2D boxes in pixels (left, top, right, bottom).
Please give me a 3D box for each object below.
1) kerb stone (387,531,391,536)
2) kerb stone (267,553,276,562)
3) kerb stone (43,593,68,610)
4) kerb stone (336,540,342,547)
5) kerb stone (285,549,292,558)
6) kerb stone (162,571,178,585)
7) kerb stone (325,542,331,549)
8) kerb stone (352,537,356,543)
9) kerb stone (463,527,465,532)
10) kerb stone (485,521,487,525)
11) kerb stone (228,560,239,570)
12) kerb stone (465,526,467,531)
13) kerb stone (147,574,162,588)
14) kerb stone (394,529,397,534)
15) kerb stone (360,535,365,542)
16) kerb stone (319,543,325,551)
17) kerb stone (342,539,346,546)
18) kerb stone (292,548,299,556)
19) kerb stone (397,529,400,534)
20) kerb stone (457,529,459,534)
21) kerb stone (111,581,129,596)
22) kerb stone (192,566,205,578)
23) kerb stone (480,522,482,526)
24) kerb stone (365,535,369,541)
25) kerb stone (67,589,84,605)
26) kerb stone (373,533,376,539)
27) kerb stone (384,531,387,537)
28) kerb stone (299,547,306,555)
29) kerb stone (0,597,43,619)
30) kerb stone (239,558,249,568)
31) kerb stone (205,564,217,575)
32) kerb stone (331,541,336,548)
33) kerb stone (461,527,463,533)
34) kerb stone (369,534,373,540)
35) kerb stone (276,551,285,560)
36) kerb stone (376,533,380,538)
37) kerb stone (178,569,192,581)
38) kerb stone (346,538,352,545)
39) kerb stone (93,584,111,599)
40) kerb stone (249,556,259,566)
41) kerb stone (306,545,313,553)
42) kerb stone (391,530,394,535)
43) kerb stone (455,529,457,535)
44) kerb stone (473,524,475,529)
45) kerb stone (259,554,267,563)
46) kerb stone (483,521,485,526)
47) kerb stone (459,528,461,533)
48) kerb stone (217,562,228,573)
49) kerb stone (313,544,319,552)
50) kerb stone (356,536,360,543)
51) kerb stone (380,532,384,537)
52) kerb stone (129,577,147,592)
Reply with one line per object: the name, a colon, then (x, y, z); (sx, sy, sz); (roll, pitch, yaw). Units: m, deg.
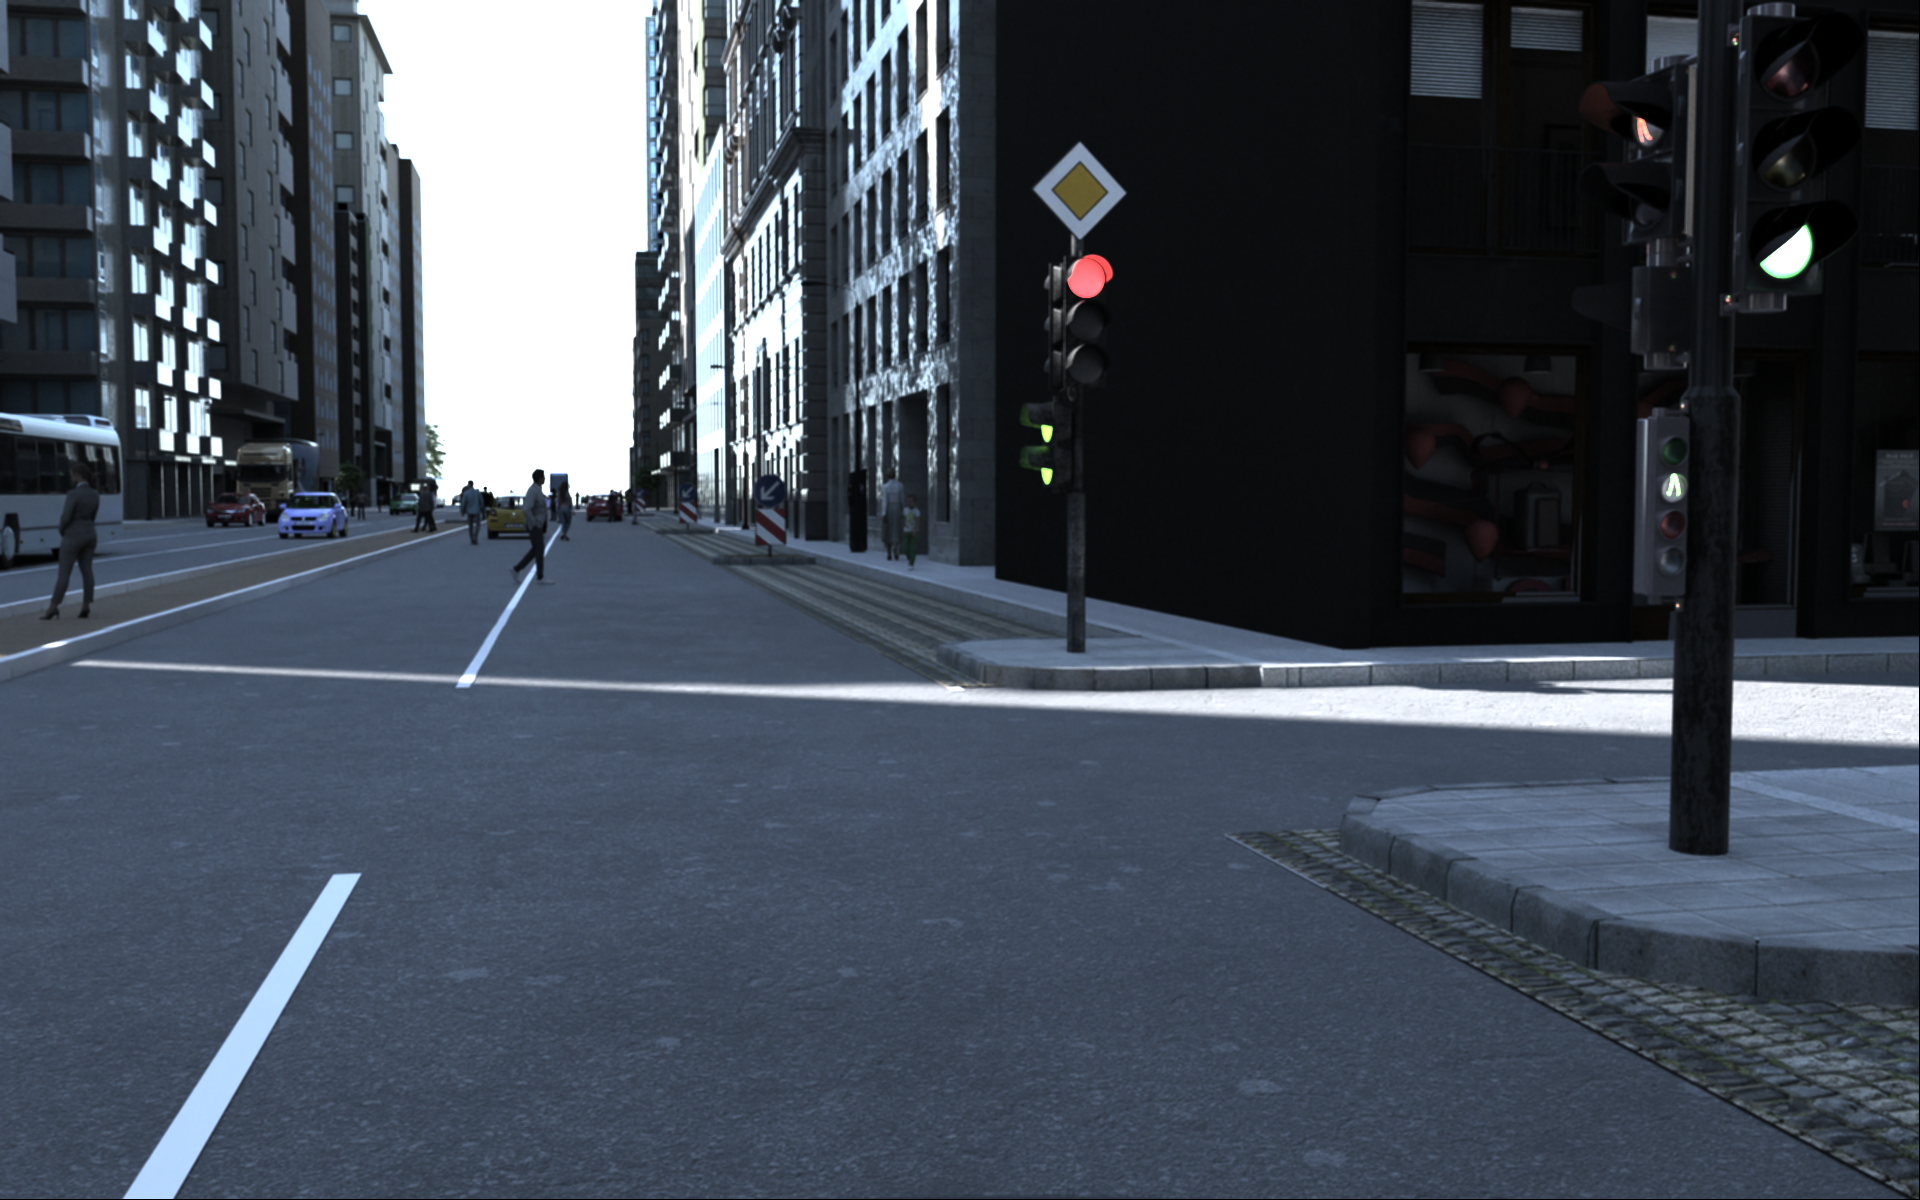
kerb stone: (-19.477, -2.225, 58.618); (0.120, 0.150, 1.000); (-1, 4, -12)
kerb stone: (-14.651, -0.881, 36.596); (0.120, 0.150, 1.000); (-1, 4, -12)
kerb stone: (-11.372, 0.038, 21.606); (0.120, 0.150, 1.000); (-1, 4, -12)
kerb stone: (-16.841, -1.494, 46.621); (0.120, 0.150, 1.000); (-1, 4, -12)
kerb stone: (-15.095, -1.003, 38.602); (0.120, 0.150, 1.000); (-1, 4, -12)
kerb stone: (-12.684, -0.331, 27.601); (0.120, 0.150, 1.000); (-1, 4, -12)
kerb stone: (-16.411, -1.371, 44.614); (0.120, 0.150, 1.000); (-1, 4, -12)
kerb stone: (-17.502, -1.671, 49.624); (0.120, 0.150, 1.000); (-1, 4, -12)
kerb stone: (-18.520, -2.562, 64.079); (0.120, 0.150, 1.000); (-1, 4, -12)
kerb stone: (-22.248, -3.603, 81.108); (0.120, 0.150, 1.000); (-1, 4, -12)
kerb stone: (-13.782, -0.634, 32.601); (0.120, 0.150, 1.000); (-1, 4, -12)
kerb stone: (-18.736, -2.624, 65.093); (0.120, 0.150, 1.000); (-1, 4, -12)
kerb stone: (-12.475, -0.269, 26.600); (0.120, 0.150, 1.000); (-1, 4, -12)
kerb stone: (-19.914, -2.344, 60.625); (0.120, 0.150, 1.000); (-1, 4, -12)
kerb stone: (-17.942, -1.800, 51.625); (0.120, 0.150, 1.000); (-1, 4, -12)
kerb stone: (-16.190, -1.310, 43.614); (0.120, 0.150, 1.000); (-1, 4, -12)
kerb stone: (-17.070, -1.555, 47.617); (0.120, 0.150, 1.000); (-1, 4, -12)
kerb stone: (-15.313, -1.063, 39.601); (0.120, 0.150, 1.000); (-1, 4, -12)
kerb stone: (-20.131, -2.409, 61.625); (0.120, 0.150, 1.000); (-1, 4, -12)
kerb stone: (-17.860, -2.378, 61.079); (0.120, 0.150, 1.000); (-1, 4, -12)
kerb stone: (-12.030, -0.147, 24.605); (0.120, 0.150, 1.000); (-1, 4, -12)
kerb stone: (-13.121, -0.453, 29.601); (0.120, 0.150, 1.000); (-1, 4, -12)
kerb stone: (-20.923, -3.232, 75.106); (0.120, 0.150, 1.000); (-1, 4, -12)
kerb stone: (-18.159, -1.861, 52.623); (0.120, 0.150, 1.000); (-1, 4, -12)
kerb stone: (-11.587, -0.024, 22.605); (0.120, 0.150, 1.000); (-1, 4, -12)
kerb stone: (-18.610, -1.983, 54.623); (0.120, 0.150, 1.000); (-1, 4, -12)
kerb stone: (-19.251, -2.167, 57.622); (0.120, 0.150, 1.000); (-1, 4, -12)
kerb stone: (-15.529, -1.126, 40.606); (0.120, 0.150, 1.000); (-1, 4, -12)
kerb stone: (-11.156, 0.099, 20.598); (0.120, 0.150, 1.000); (-1, 4, -12)
kerb stone: (-14.004, -0.696, 33.598); (0.120, 0.150, 1.000); (-1, 4, -12)
kerb stone: (-13.338, -0.514, 30.604); (0.120, 0.150, 1.000); (-1, 4, -12)
kerb stone: (-16.626, -1.430, 45.615); (0.120, 0.150, 1.000); (-1, 4, -12)
kerb stone: (-18.301, -2.501, 63.081); (0.120, 0.150, 1.000); (-1, 4, -12)
kerb stone: (-18.383, -1.922, 53.621); (0.120, 0.150, 1.000); (-1, 4, -12)
kerb stone: (-14.868, -0.938, 37.599); (0.120, 0.150, 1.000); (-1, 4, -12)
kerb stone: (-18.815, -2.045, 55.624); (0.120, 0.150, 1.000); (-1, 4, -12)
kerb stone: (-12.906, -0.392, 28.599); (0.120, 0.150, 1.000); (-1, 4, -12)
kerb stone: (-17.282, -1.617, 48.626); (0.120, 0.150, 1.000); (-1, 4, -12)
kerb stone: (-11.806, -0.086, 23.603); (0.120, 0.150, 1.000); (-1, 4, -12)
kerb stone: (-14.217, -0.759, 34.598); (0.120, 0.150, 1.000); (-1, 4, -12)
kerb stone: (-15.752, -1.185, 41.612); (0.120, 0.150, 1.000); (-1, 4, -12)
kerb stone: (-19.692, -2.289, 59.621); (0.120, 0.150, 1.000); (-1, 4, -12)
kerb stone: (-17.642, -2.317, 60.081); (0.120, 0.150, 1.000); (-1, 4, -12)
kerb stone: (-19.839, -2.931, 70.111); (0.120, 0.150, 1.000); (-1, 4, -12)
kerb stone: (-14.441, -0.820, 35.595); (0.120, 0.150, 1.000); (-1, 4, -12)
kerb stone: (-21.371, -3.358, 77.104); (0.120, 0.150, 1.000); (-1, 4, -12)
kerb stone: (-18.079, -2.439, 62.078); (0.120, 0.150, 1.000); (-1, 4, -12)
kerb stone: (-13.560, -0.575, 31.603); (0.120, 0.150, 1.000); (-1, 4, -12)
kerb stone: (-15.969, -1.249, 42.616); (0.120, 0.150, 1.000); (-1, 4, -12)
kerb stone: (-17.727, -1.739, 50.625); (0.120, 0.150, 1.000); (-1, 4, -12)
kerb stone: (-19.031, -2.103, 56.624); (0.120, 0.150, 1.000); (-1, 4, -12)
kerb stone: (-12.243, -0.209, 25.605); (0.120, 0.150, 1.000); (-1, 4, -12)
